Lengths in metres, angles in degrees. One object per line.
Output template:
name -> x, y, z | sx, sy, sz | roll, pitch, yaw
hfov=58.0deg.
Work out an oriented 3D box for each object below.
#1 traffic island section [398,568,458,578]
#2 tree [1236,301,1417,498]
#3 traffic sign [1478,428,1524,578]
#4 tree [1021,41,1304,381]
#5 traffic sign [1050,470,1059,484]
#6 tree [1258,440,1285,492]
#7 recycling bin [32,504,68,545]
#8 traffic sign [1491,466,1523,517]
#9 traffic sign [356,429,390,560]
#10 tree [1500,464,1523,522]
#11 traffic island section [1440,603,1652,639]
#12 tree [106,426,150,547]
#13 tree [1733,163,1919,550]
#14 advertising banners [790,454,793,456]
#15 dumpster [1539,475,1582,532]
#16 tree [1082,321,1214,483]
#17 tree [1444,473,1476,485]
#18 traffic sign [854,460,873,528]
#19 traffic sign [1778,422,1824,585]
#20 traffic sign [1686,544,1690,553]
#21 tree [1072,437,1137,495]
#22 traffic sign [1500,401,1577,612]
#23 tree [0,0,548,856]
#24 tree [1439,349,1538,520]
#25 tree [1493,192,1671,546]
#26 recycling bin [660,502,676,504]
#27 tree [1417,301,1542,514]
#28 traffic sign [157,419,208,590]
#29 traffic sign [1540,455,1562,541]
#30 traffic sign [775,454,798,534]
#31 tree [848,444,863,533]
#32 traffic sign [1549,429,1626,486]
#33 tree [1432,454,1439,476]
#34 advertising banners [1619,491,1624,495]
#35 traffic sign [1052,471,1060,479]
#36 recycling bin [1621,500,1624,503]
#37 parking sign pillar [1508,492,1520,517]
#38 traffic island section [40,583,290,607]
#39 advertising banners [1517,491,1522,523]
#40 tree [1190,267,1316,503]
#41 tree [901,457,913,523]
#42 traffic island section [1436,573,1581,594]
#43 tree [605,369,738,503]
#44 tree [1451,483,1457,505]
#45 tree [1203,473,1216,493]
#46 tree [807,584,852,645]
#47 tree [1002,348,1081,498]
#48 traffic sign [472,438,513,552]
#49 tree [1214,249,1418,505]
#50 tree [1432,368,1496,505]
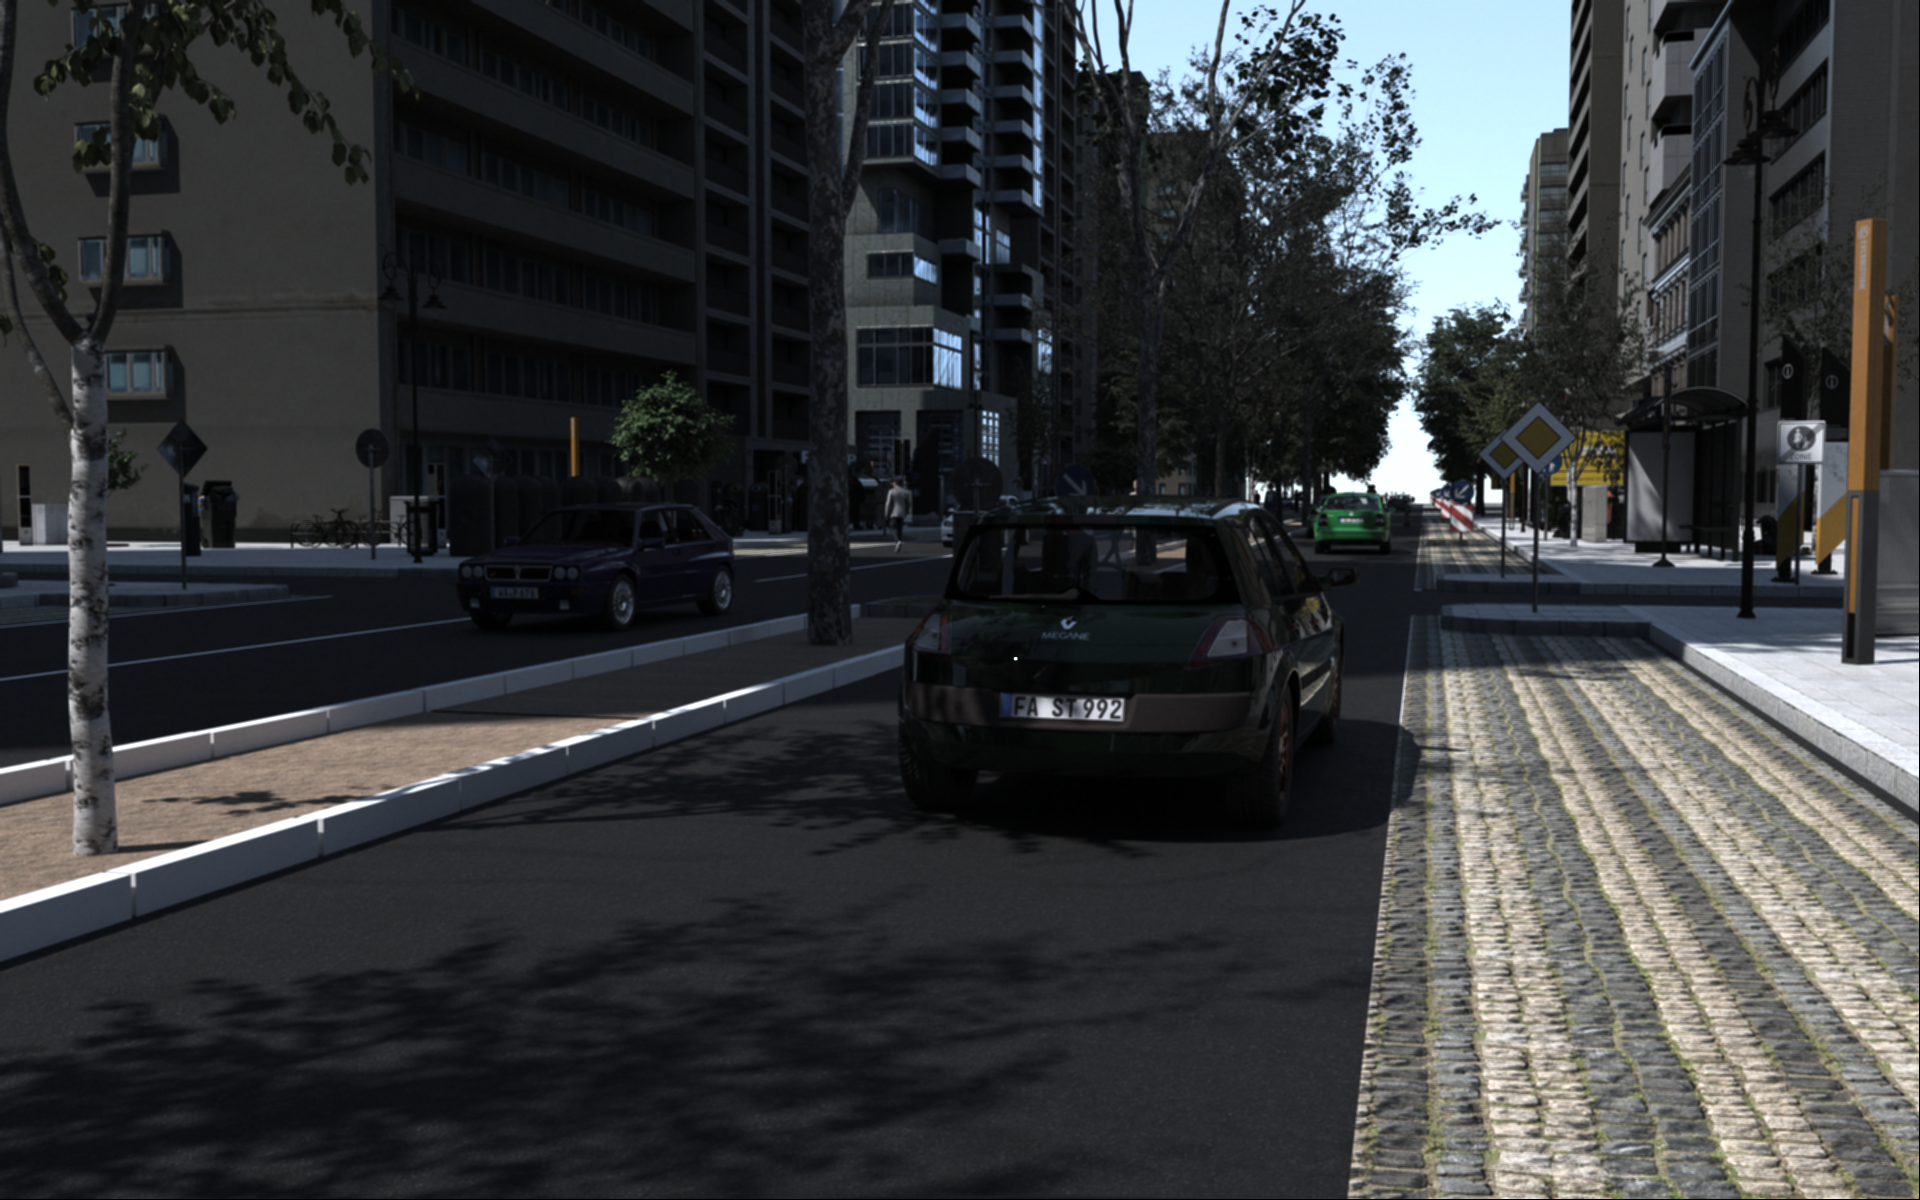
traffic island section -> -8.371, -0.533, 30.988 | 2.009, 0.180, 2.903 | 1, 4, 15
tree -> 20.371, -10.799, 96.021 | 9.611, 12.733, 9.660 | 0, 3, 0
traffic sign -> 8.305, -1.395, 26.447 | 0.795, 2.450, 0.064 | 1, 4, 15
tree -> 6.983, -8.161, 46.255 | 12.009, 13.543, 11.850 | 0, 3, 0
traffic sign -> 5.298, -5.771, 94.352 | 0.884, 2.594, 0.081 | 1, 4, 18
tree -> 37.946, -16.036, 212.550 | 4.737, 8.622, 4.395 | 0, 3, 0
recycling bin -> -23.237, -1.928, 44.079 | 0.722, 1.027, 0.722 | 1, 4, 19
traffic sign -> 30.297, -6.182, 94.942 | 2.265, 3.308, 0.079 | 1, 4, 18
traffic sign -> -11.463, -2.059, 33.777 | 0.768, 2.556, 0.104 | 1, 4, 17
tree -> 25.740, -5.254, 80.509 | 1.663, 3.219, 1.824 | 0, 3, 0
traffic island section -> 6.260, 0.213, 18.804 | 2.009, 0.180, 2.903 | 1, 4, 15
tree -> -20.982, -2.917, 42.292 | 1.663, 3.219, 1.824 | 0, 3, 0
tree -> 19.863, -5.448, 39.439 | 4.360, 8.622, 3.978 | 0, 3, 0
advertising banners -> -7.190, -4.935, 76.877 | 0.090, 3.025, 2.074 | 1, 4, 21
dumpster -> 20.659, -3.496, 59.646 | 1.502, 2.255, 1.985 | 1, 4, 15
tree -> 13.061, -13.065, 120.266 | 9.857, 13.997, 8.962 | 0, 3, 0
tree -> 47.559, -11.072, 164.733 | 4.285, 4.588, 4.351 | 0, 3, 0
traffic sign -> -3.665, -4.006, 65.605 | 0.768, 2.556, 0.104 | 1, 4, 19
traffic sign -> 11.796, -1.359, 24.345 | 0.606, 2.300, 0.079 | 1, 4, 20
traffic sign -> 15.970, -2.311, 37.898 | 0.768, 2.556, 0.104 | 1, 4, 21
tree -> 8.145, -7.140, 100.450 | 4.285, 4.588, 4.351 | 0, 3, 0
traffic sign -> 6.235, -0.923, 18.734 | 0.795, 2.450, 0.064 | 1, 4, 15
tree -> -3.415, -3.305, 6.864 | 4.737, 8.622, 4.395 | 0, 3, 0
tree -> 27.197, -8.349, 86.875 | 4.737, 8.622, 4.395 | 0, 3, 0
tree -> 15.027, -5.611, 42.096 | 4.360, 8.622, 3.978 | 0, 3, 0
recycling bin -> -9.286, -2.519, 53.742 | 0.722, 1.027, 0.722 | 1, 4, 18
tree -> 34.240, -12.650, 113.487 | 9.857, 13.997, 8.962 | 0, 3, 0
traffic sign -> -10.417, -1.197, 23.207 | 0.795, 2.450, 0.064 | 1, 4, 15
traffic sign -> 16.010, -2.885, 47.272 | 0.768, 2.556, 0.104 | 1, 4, 16
traffic sign -> -5.591, -3.398, 55.658 | 0.768, 2.556, 0.104 | 1, 4, 17
tree -> -3.977, -3.788, 56.534 | 1.663, 3.219, 1.824 | 0, 3, 0
traffic sign -> 19.865, -3.732, 54.897 | 2.265, 3.308, 0.079 | 1, 4, 22
tree -> 42.479, -11.812, 143.493 | 4.737, 8.622, 4.395 | 0, 3, 0
advertising banners -> 35.918, -6.022, 94.647 | 2.074, 3.025, 0.090 | 0, 4, -3
traffic sign -> 5.509, -5.916, 96.829 | 0.768, 2.556, 0.104 | 1, 4, 17
recycling bin -> 30.288, -4.011, 78.141 | 0.722, 1.027, 0.722 | 0, 4, 1
parking sign pillar -> 31.018, -6.581, 96.069 | 1.447, 3.967, 1.447 | 0, 4, 6
traffic island section -> -10.441, -0.061, 23.275 | 2.009, 0.180, 2.903 | 1, 4, 15
advertising banners -> 25.905, -4.977, 77.566 | 2.074, 3.025, 0.090 | -1, 4, -16
tree -> 9.223, -6.211, 54.366 | 4.360, 8.622, 3.978 | 0, 3, 0
tree -> -1.769, -4.995, 76.265 | 1.663, 3.219, 1.824 | 0, 3, 0
traffic island section -> 8.330, -0.259, 26.517 | 2.009, 0.180, 2.903 | 1, 4, 15
tree -> -7.572, -3.749, 45.016 | 4.285, 4.588, 4.351 | 0, 3, 0
tree -> 59.563, -13.127, 209.228 | 1.663, 3.219, 1.824 | 0, 3, 0
tree -> 22.853, -9.928, 156.917 | 1.663, 3.219, 1.824 | 0, 3, 0
tree -> -0.288, -9.565, 14.742 | 12.611, 20.169, 13.585 | 0, 3, 0
tree -> 3.965, -8.402, 87.738 | 4.737, 8.622, 4.395 | 0, 3, 0
traffic sign -> -8.346, -1.668, 30.920 | 0.795, 2.450, 0.064 | 1, 4, 15
tree -> 17.820, -10.802, 85.721 | 9.857, 13.997, 8.962 | 0, 3, 0
tree -> 45.886, -14.452, 154.422 | 7.486, 12.596, 7.792 | 0, 3, 0
